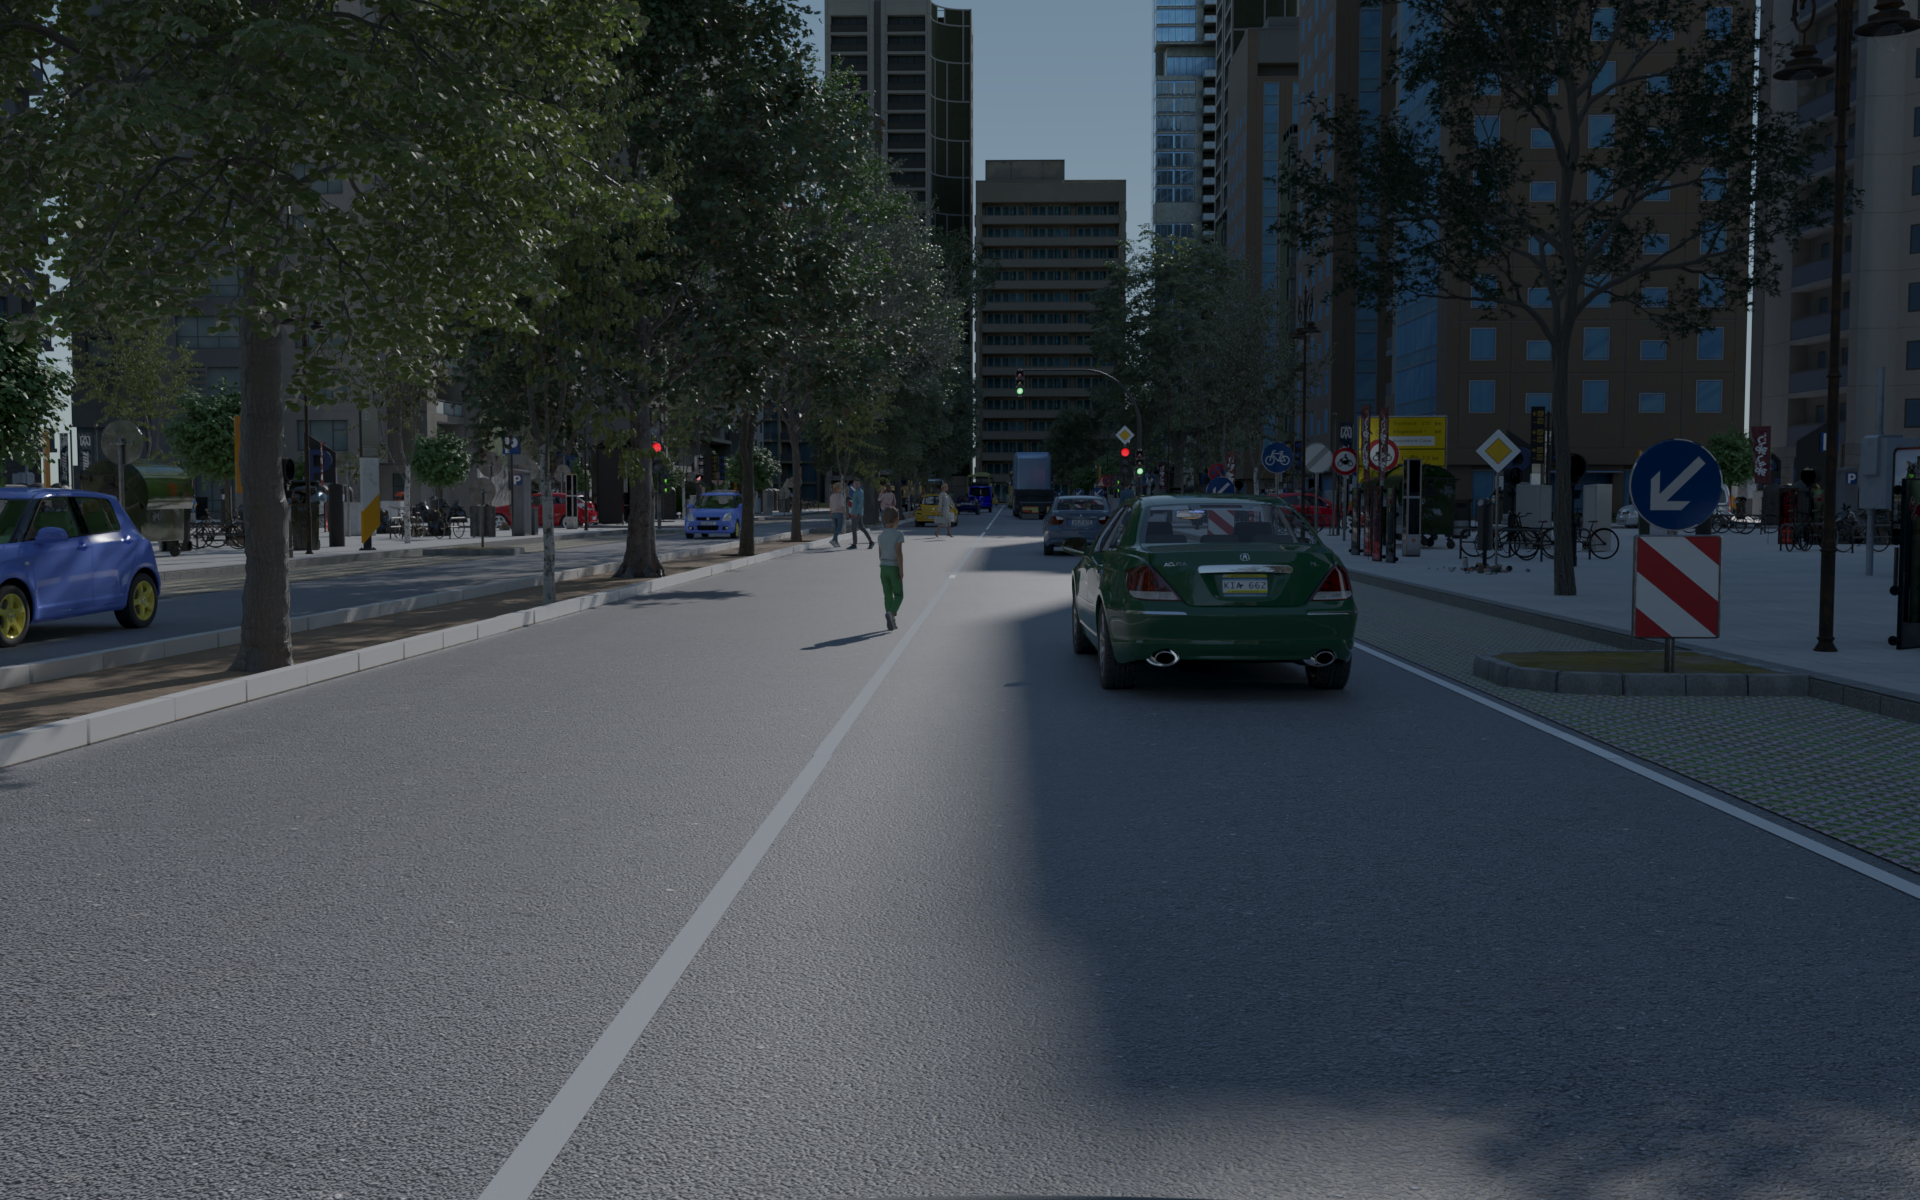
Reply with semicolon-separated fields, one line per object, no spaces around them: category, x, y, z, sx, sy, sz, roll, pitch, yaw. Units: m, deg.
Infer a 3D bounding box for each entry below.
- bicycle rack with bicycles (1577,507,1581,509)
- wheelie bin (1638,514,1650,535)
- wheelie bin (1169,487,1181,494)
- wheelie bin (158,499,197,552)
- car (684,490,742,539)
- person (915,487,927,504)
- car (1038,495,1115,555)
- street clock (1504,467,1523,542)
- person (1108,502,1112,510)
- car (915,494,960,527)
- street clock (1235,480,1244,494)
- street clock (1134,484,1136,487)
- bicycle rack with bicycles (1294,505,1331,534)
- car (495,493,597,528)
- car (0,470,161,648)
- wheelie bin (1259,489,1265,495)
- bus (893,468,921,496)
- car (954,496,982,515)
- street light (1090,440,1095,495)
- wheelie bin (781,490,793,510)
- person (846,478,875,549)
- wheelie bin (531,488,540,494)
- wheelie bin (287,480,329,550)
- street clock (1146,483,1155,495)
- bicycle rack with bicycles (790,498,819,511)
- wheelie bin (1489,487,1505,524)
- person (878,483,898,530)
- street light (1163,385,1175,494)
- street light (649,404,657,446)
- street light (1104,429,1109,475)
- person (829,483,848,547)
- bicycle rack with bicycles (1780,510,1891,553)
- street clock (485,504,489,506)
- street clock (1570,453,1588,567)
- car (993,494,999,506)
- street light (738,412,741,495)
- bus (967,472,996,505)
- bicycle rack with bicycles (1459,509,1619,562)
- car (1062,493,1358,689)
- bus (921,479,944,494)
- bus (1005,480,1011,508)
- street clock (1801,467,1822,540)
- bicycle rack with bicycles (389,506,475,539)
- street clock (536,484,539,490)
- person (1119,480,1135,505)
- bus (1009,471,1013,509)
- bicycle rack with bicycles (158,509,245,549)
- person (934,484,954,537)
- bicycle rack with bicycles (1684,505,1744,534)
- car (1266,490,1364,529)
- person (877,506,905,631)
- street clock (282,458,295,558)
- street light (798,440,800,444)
bicycle rack with bicycles;17.418;-2.239;49.991;2.852;0.926;2.925;2;4;35
wheelie bin;20.775;-2.711;52.239;0.693;1.594;0.980;2;4;30
wheelie bin;9.936;-4.414;80.084;0.980;1.594;0.693;0;4;-6
wheelie bin;-17.688;-1.894;38.872;0.980;1.594;0.693;-3;4;-38
car;-7.928;-2.893;56.897;1.945;1.707;3.694;0;4;3
person;-1.890;-4.691;85.559;0.716;1.782;0.532;0;4;1
car;2.894;-1.826;41.860;2.014;1.417;4.499;0;4;3
street clock;14.889;-2.574;46.659;0.471;2.002;0.358;-2;4;-28
person;4.246;-2.262;50.504;0.505;1.210;0.382;1;4;21
car;-1.018;-4.042;76.313;2.015;1.641;3.980;0;4;4
street clock;14.682;-5.302;91.263;0.471;2.002;0.358;2;4;34
street clock;12.767;-7.389;125.386;0.471;2.002;0.358;0;4;-1
bicycle rack with bicycles;10.687;-2.616;56.161;2.925;0.926;2.852;0;4;-4
car;-16.375;-3.559;67.228;4.494;1.783;2.155;0;4;1
car;-9.615;-0.470;17.278;1.945;1.707;3.694;0;4;3
wheelie bin;20.393;-6.555;115.081;0.693;1.594;0.980;-3;4;-37
bus;-5.193;-10.148;157.468;2.896;3.916;12.252;0;4;3
car;0.524;-6.592;120.365;1.945;1.354;3.894;0;4;3
street light;11.025;-10.520;144.789;0.468;5.910;1.993;0;4;2
wheelie bin;-13.653;-7.875;136.666;0.980;1.594;0.693;-1;4;-19
person;-2.597;-2.245;45.073;0.748;1.841;0.638;0;4;3
wheelie bin;-20.884;-4.695;84.676;0.693;1.594;0.980;-2;4;-27
wheelie bin;-14.960;-1.941;39.637;0.980;1.594;0.693;-1;4;-23
street clock;10.946;-5.798;99.369;0.471;2.002;0.358;2;4;35
bicycle rack with bicycles;-13.048;-7.973;143.739;2.925;0.926;2.852;-2;4;-28
wheelie bin;22.868;-4.012;73.497;0.693;1.594;0.980;2;4;32
person;-2.104;-2.640;52.249;0.593;1.750;0.643;-3;5;-39
street light;8.833;-6.148;73.308;0.468;5.910;1.993;0;4;2
street light;-12.802;-6.054;71.765;0.468;5.910;1.993;0;4;2
street light;10.294;-9.063;120.962;0.468;5.910;1.993;0;4;2
person;-3.307;-2.285;46.529;0.731;1.740;0.598;2;4;33
bicycle rack with bicycles;19.481;-1.547;38.678;2.925;0.926;2.852;-2;4;-26
street clock;-24.139;-5.127;88.391;0.358;2.002;0.471;3;5;44
street clock;10.822;-1.594;30.633;0.471;2.002;0.358;2;4;28
car;3.763;-12.384;212.698;2.015;1.641;3.980;0;4;3
street light;-12.170;-7.537;96.025;0.468;5.910;1.993;0;4;2
bus;2.379;-12.518;196.220;2.896;3.916;12.252;0;4;3
bicycle rack with bicycles;11.096;-1.274;34.209;2.852;0.926;2.925;-3;5;-40
car;1.934;-0.143;14.142;2.131;1.459;4.920;0;4;0
bus;-3.205;-12.995;207.333;2.948;3.499;13.247;0;4;0
bus;6.240;-11.395;181.165;2.948;3.499;13.247;0;4;0
street clock;22.699;-2.549;46.242;0.358;2.002;0.471;-2;4;-25
bicycle rack with bicycles;-15.403;-2.236;49.941;2.852;0.926;2.925;0;4;7
street clock;-26.639;-6.382;108.908;0.358;2.002;0.471;0;4;4
person;4.565;-2.365;47.184;0.581;1.822;0.654;-1;4;-9
bus;6.062;-10.652;165.705;2.896;3.916;12.252;0;4;3
bicycle rack with bicycles;-17.373;-1.671;40.697;2.925;0.926;2.852;-1;4;-8
person;-0.535;-2.966;57.342;0.624;1.780;0.694;2;4;34
bicycle rack with bicycles;24.830;-2.605;55.972;2.925;0.926;2.852;2;4;30
car;13.187;-3.453;65.492;4.494;1.783;2.155;0;4;2
person;-0.726;-0.330;18.148;0.306;1.304;0.590;1;4;9
street clock;-13.502;-1.841;34.676;0.358;2.002;0.471;0;4;2
street light;-11.355;-9.012;120.130;0.468;5.910;1.993;0;4;2
